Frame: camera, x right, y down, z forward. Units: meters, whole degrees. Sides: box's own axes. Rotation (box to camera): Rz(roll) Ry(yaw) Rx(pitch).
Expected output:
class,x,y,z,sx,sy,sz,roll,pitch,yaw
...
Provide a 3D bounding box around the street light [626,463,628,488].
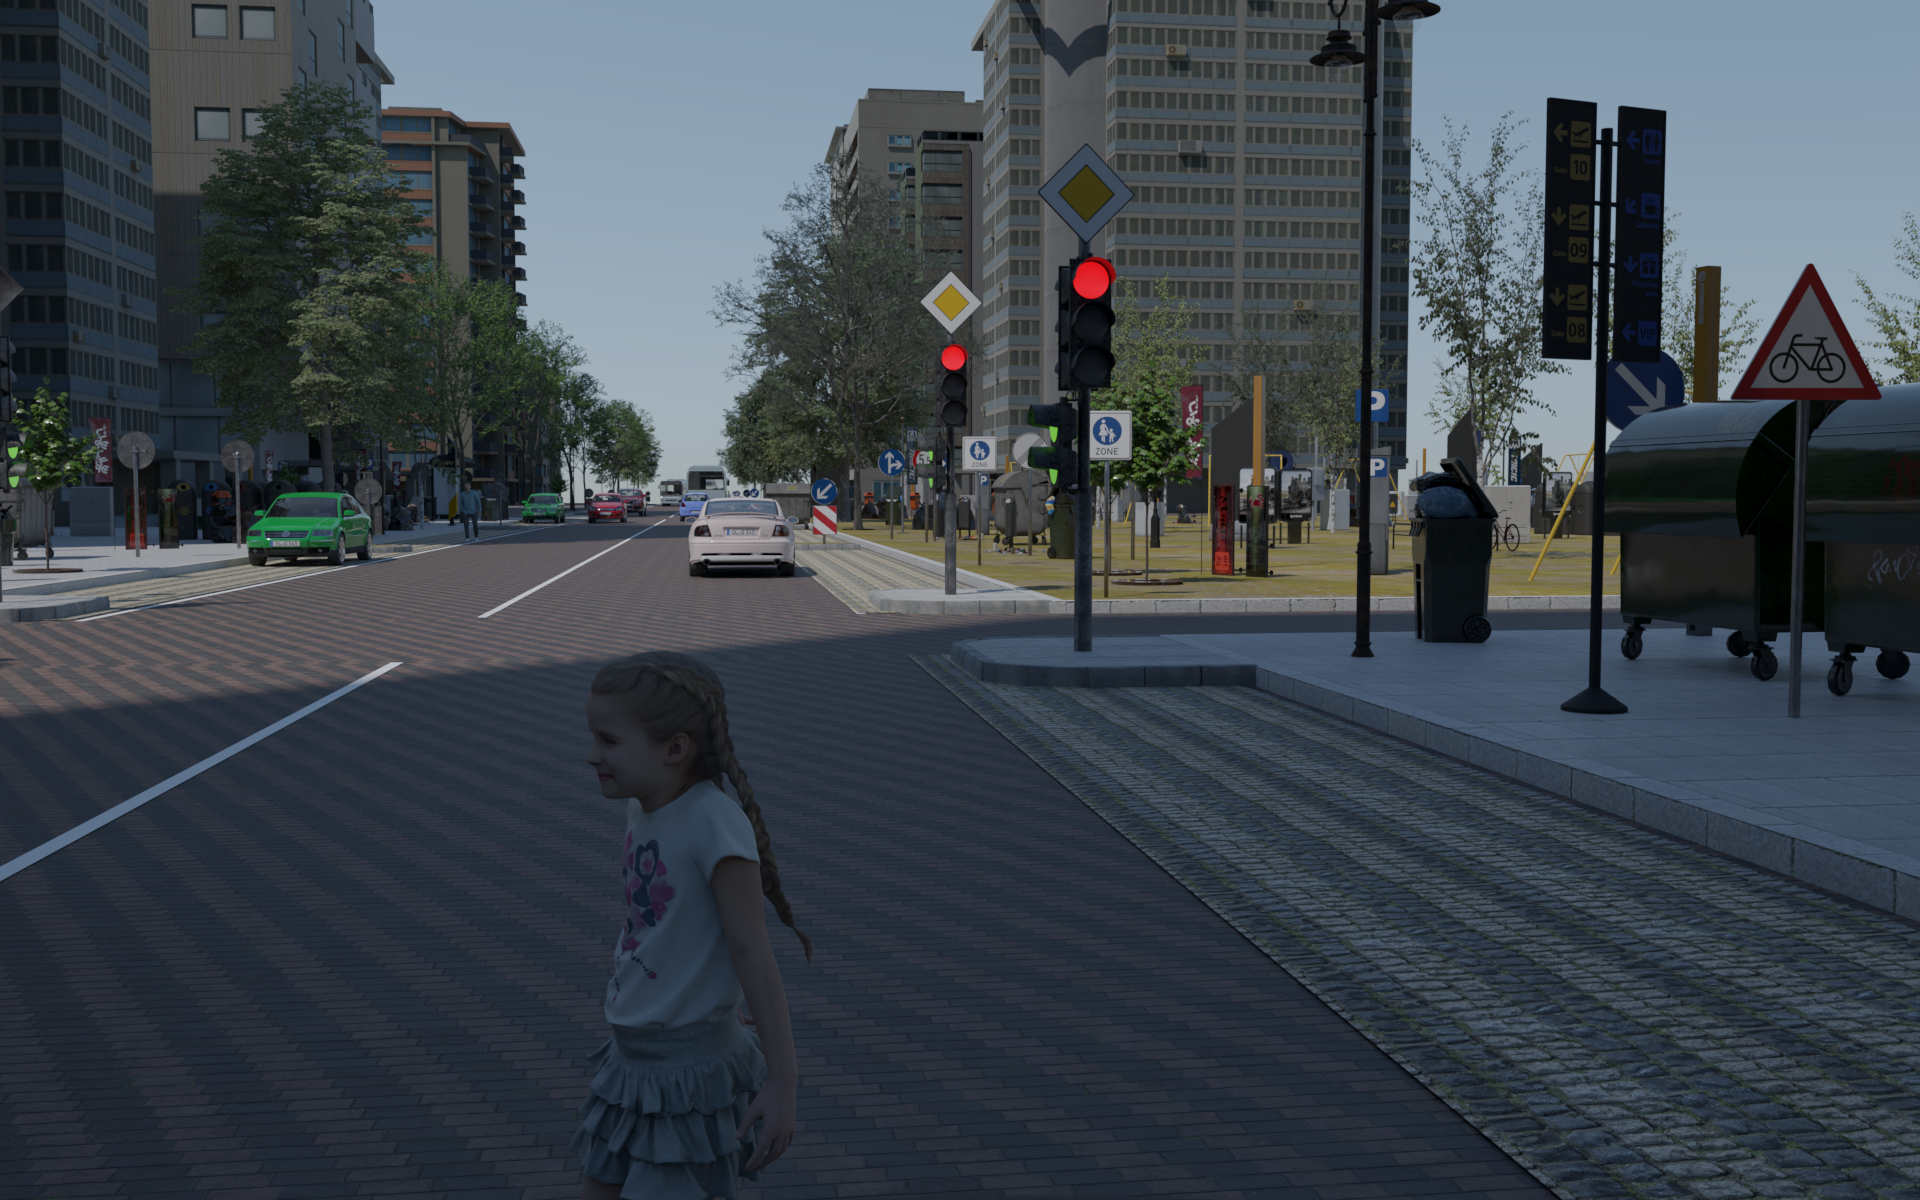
class,x,y,z,sx,sy,sz,roll,pitch,yaw
street light,-40.963,-14.703,213.184,0.468,5.910,1.993,0,4,-8

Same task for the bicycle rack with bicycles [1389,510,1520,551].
class,x,y,z,sx,sy,sz,roll,pitch,yaw
bicycle rack with bicycles,11.188,-1.612,39.741,2.852,0.926,2.925,0,4,-5

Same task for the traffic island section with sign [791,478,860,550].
class,x,y,z,sx,sy,sz,roll,pitch,yaw
traffic island section with sign,-3.654,-2.207,44.713,1.989,1.847,2.006,0,4,-8

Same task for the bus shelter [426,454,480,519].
class,x,y,z,sx,sy,sz,roll,pitch,yaw
bus shelter,-26.273,-5.870,89.902,2.014,3.302,5.546,-1,4,-8

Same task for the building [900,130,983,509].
class,x,y,z,sx,sy,sz,roll,pitch,yaw
building,3.110,-22.622,141.565,14.160,30.474,14.107,0,4,-8

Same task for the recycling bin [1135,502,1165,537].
class,x,y,z,sx,sy,sz,roll,pitch,yaw
recycling bin,5.769,-2.447,52.570,0.722,1.027,0.722,2,4,25

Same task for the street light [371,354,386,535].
class,x,y,z,sx,sy,sz,roll,pitch,yaw
street light,-18.283,-5.008,54.673,0.468,5.910,1.993,0,4,-8

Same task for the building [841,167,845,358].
class,x,y,z,sx,sy,sz,roll,pitch,yaw
building,-7.771,-34.997,222.316,14.600,45.320,14.200,0,4,-8

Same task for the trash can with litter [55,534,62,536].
class,x,y,z,sx,sy,sz,roll,pitch,yaw
trash can with litter,-28.516,-2.566,53.012,2.233,1.210,1.678,2,4,25

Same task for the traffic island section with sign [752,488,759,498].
class,x,y,z,sx,sy,sz,roll,pitch,yaw
traffic island section with sign,-7.455,-3.839,71.400,1.989,1.847,2.006,0,4,-8

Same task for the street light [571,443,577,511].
class,x,y,z,sx,sy,sz,roll,pitch,yaw
street light,-29.191,-9.668,130.856,0.468,5.910,1.993,0,4,-8

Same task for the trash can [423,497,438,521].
class,x,y,z,sx,sy,sz,roll,pitch,yaw
trash can,-25.442,-4.373,83.150,0.748,1.137,0.748,0,3,0

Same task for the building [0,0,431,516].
class,x,y,z,sx,sy,sz,roll,pitch,yaw
building,-57.267,-26.843,130.761,32.217,40.220,23.993,0,4,-8

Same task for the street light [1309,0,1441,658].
class,x,y,z,sx,sy,sz,roll,pitch,yaw
street light,3.179,-2.490,13.496,0.468,5.910,1.993,0,4,-8

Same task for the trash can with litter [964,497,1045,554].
class,x,y,z,sx,sy,sz,roll,pitch,yaw
trash can with litter,1.040,-1.636,37.805,1.678,1.210,2.233,0,4,-3

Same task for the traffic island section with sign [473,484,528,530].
class,x,y,z,sx,sy,sz,roll,pitch,yaw
traffic island section with sign,-18.403,-3.719,69.436,1.989,1.847,2.006,0,4,-8

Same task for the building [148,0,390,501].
class,x,y,z,sx,sy,sz,roll,pitch,yaw
building,-50.970,-31.474,103.844,28.713,52.752,27.495,0,4,-8

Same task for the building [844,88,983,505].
class,x,y,z,sx,sy,sz,roll,pitch,yaw
building,-2.191,-35.551,204.963,21.300,48.544,21.600,0,4,-8

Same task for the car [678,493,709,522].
class,x,y,z,sx,sy,sz,roll,pitch,yaw
car,-13.972,-5.027,91.777,1.945,1.707,3.694,0,4,-8

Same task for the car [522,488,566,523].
class,x,y,z,sx,sy,sz,roll,pitch,yaw
car,-20.486,-4.678,85.288,1.959,1.807,4.718,0,4,-8

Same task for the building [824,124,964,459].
class,x,y,z,sx,sy,sz,roll,pitch,yaw
building,-3.871,-40.047,244.007,28.713,52.752,27.495,0,4,-8

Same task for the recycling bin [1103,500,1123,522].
class,x,y,z,sx,sy,sz,roll,pitch,yaw
recycling bin,7.000,-4.065,79.014,0.722,1.027,0.722,2,4,27

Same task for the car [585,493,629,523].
class,x,y,z,sx,sy,sz,roll,pitch,yaw
car,-17.718,-4.773,87.080,2.155,1.783,4.494,-1,4,-9

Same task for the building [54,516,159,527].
class,x,y,z,sx,sy,sz,roll,pitch,yaw
building,-47.800,-23.162,70.578,32.217,40.220,23.993,0,4,-8

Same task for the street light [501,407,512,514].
class,x,y,z,sx,sy,sz,roll,pitch,yaw
street light,-23.303,-7.109,89.026,0.468,5.910,1.993,0,4,-8

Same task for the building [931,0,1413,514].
class,x,y,z,sx,sy,sz,roll,pitch,yaw
building,14.692,-26.385,123.271,32.217,40.220,23.993,0,4,-8

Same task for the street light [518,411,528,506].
class,x,y,z,sx,sy,sz,roll,pitch,yaw
street light,-24.258,-7.558,96.362,0.468,5.910,1.993,0,4,-8

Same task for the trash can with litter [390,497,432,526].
class,x,y,z,sx,sy,sz,roll,pitch,yaw
trash can with litter,-22.451,-3.628,70.380,2.233,1.210,1.678,-3,5,-40

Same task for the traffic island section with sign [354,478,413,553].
class,x,y,z,sx,sy,sz,roll,pitch,yaw
traffic island section with sign,-14.581,-2.077,42.588,1.989,1.847,2.006,0,4,-8

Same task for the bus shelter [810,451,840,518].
class,x,y,z,sx,sy,sz,roll,pitch,yaw
bus shelter,-7.138,-6.058,90.331,1.731,3.624,6.357,-1,4,-8

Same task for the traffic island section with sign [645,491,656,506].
class,x,y,z,sx,sy,sz,roll,pitch,yaw
traffic island section with sign,-40.983,-13.415,227.960,1.989,1.847,2.006,0,4,-8

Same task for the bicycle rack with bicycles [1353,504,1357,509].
class,x,y,z,sx,sy,sz,roll,pitch,yaw
bicycle rack with bicycles,16.837,-3.591,72.088,2.925,0.926,2.852,0,4,1

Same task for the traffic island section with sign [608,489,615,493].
class,x,y,z,sx,sy,sz,roll,pitch,yaw
traffic island section with sign,-29.331,-8.408,146.093,1.989,1.847,2.006,0,4,-8

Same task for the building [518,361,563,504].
class,x,y,z,sx,sy,sz,roll,pitch,yaw
building,-67.665,-23.399,227.608,27.650,21.520,28.899,0,4,-8

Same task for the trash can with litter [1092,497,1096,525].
class,x,y,z,sx,sy,sz,roll,pitch,yaw
trash can with litter,5.003,-3.616,70.501,1.055,1.170,0.624,1,4,19

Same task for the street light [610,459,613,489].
class,x,y,z,sx,sy,sz,roll,pitch,yaw
street light,-36.017,-12.595,178.719,0.468,5.910,1.993,0,4,-8

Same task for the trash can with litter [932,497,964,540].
class,x,y,z,sx,sy,sz,roll,pitch,yaw
trash can with litter,0.015,-2.321,49.013,1.678,1.210,2.233,-2,4,-32

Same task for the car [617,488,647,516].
class,x,y,z,sx,sy,sz,roll,pitch,yaw
car,-21.553,-6.378,112.956,2.281,1.827,5.304,0,4,-7

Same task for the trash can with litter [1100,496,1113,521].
class,x,y,z,sx,sy,sz,roll,pitch,yaw
trash can with litter,6.933,-4.407,83.441,1.055,1.170,0.624,-1,4,-18

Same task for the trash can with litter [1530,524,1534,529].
class,x,y,z,sx,sy,sz,roll,pitch,yaw
trash can with litter,19.970,-3.195,63.298,2.233,1.210,1.678,2,4,32

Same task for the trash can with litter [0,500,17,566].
class,x,y,z,sx,sy,sz,roll,pitch,yaw
trash can with litter,-17.348,-1.190,30.841,1.055,1.170,0.624,1,4,20

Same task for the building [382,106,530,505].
class,x,y,z,sx,sy,sz,roll,pitch,yaw
building,-61.666,-33.273,198.630,22.147,44.769,28.867,0,4,-8

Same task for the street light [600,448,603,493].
class,x,y,z,sx,sy,sz,roll,pitch,yaw
street light,-34.042,-11.733,164.620,0.468,5.910,1.993,0,4,-8

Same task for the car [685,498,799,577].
class,x,y,z,sx,sy,sz,roll,pitch,yaw
car,-3.970,-1.174,31.556,2.083,1.381,4.827,0,4,-7

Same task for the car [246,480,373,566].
class,x,y,z,sx,sy,sz,roll,pitch,yaw
car,-13.388,-1.652,35.808,1.959,1.807,4.718,0,4,-8

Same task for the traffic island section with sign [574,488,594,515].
class,x,y,z,sx,sy,sz,roll,pitch,yaw
traffic island section with sign,-25.534,-6.775,119.406,1.989,1.847,2.006,0,4,-8
